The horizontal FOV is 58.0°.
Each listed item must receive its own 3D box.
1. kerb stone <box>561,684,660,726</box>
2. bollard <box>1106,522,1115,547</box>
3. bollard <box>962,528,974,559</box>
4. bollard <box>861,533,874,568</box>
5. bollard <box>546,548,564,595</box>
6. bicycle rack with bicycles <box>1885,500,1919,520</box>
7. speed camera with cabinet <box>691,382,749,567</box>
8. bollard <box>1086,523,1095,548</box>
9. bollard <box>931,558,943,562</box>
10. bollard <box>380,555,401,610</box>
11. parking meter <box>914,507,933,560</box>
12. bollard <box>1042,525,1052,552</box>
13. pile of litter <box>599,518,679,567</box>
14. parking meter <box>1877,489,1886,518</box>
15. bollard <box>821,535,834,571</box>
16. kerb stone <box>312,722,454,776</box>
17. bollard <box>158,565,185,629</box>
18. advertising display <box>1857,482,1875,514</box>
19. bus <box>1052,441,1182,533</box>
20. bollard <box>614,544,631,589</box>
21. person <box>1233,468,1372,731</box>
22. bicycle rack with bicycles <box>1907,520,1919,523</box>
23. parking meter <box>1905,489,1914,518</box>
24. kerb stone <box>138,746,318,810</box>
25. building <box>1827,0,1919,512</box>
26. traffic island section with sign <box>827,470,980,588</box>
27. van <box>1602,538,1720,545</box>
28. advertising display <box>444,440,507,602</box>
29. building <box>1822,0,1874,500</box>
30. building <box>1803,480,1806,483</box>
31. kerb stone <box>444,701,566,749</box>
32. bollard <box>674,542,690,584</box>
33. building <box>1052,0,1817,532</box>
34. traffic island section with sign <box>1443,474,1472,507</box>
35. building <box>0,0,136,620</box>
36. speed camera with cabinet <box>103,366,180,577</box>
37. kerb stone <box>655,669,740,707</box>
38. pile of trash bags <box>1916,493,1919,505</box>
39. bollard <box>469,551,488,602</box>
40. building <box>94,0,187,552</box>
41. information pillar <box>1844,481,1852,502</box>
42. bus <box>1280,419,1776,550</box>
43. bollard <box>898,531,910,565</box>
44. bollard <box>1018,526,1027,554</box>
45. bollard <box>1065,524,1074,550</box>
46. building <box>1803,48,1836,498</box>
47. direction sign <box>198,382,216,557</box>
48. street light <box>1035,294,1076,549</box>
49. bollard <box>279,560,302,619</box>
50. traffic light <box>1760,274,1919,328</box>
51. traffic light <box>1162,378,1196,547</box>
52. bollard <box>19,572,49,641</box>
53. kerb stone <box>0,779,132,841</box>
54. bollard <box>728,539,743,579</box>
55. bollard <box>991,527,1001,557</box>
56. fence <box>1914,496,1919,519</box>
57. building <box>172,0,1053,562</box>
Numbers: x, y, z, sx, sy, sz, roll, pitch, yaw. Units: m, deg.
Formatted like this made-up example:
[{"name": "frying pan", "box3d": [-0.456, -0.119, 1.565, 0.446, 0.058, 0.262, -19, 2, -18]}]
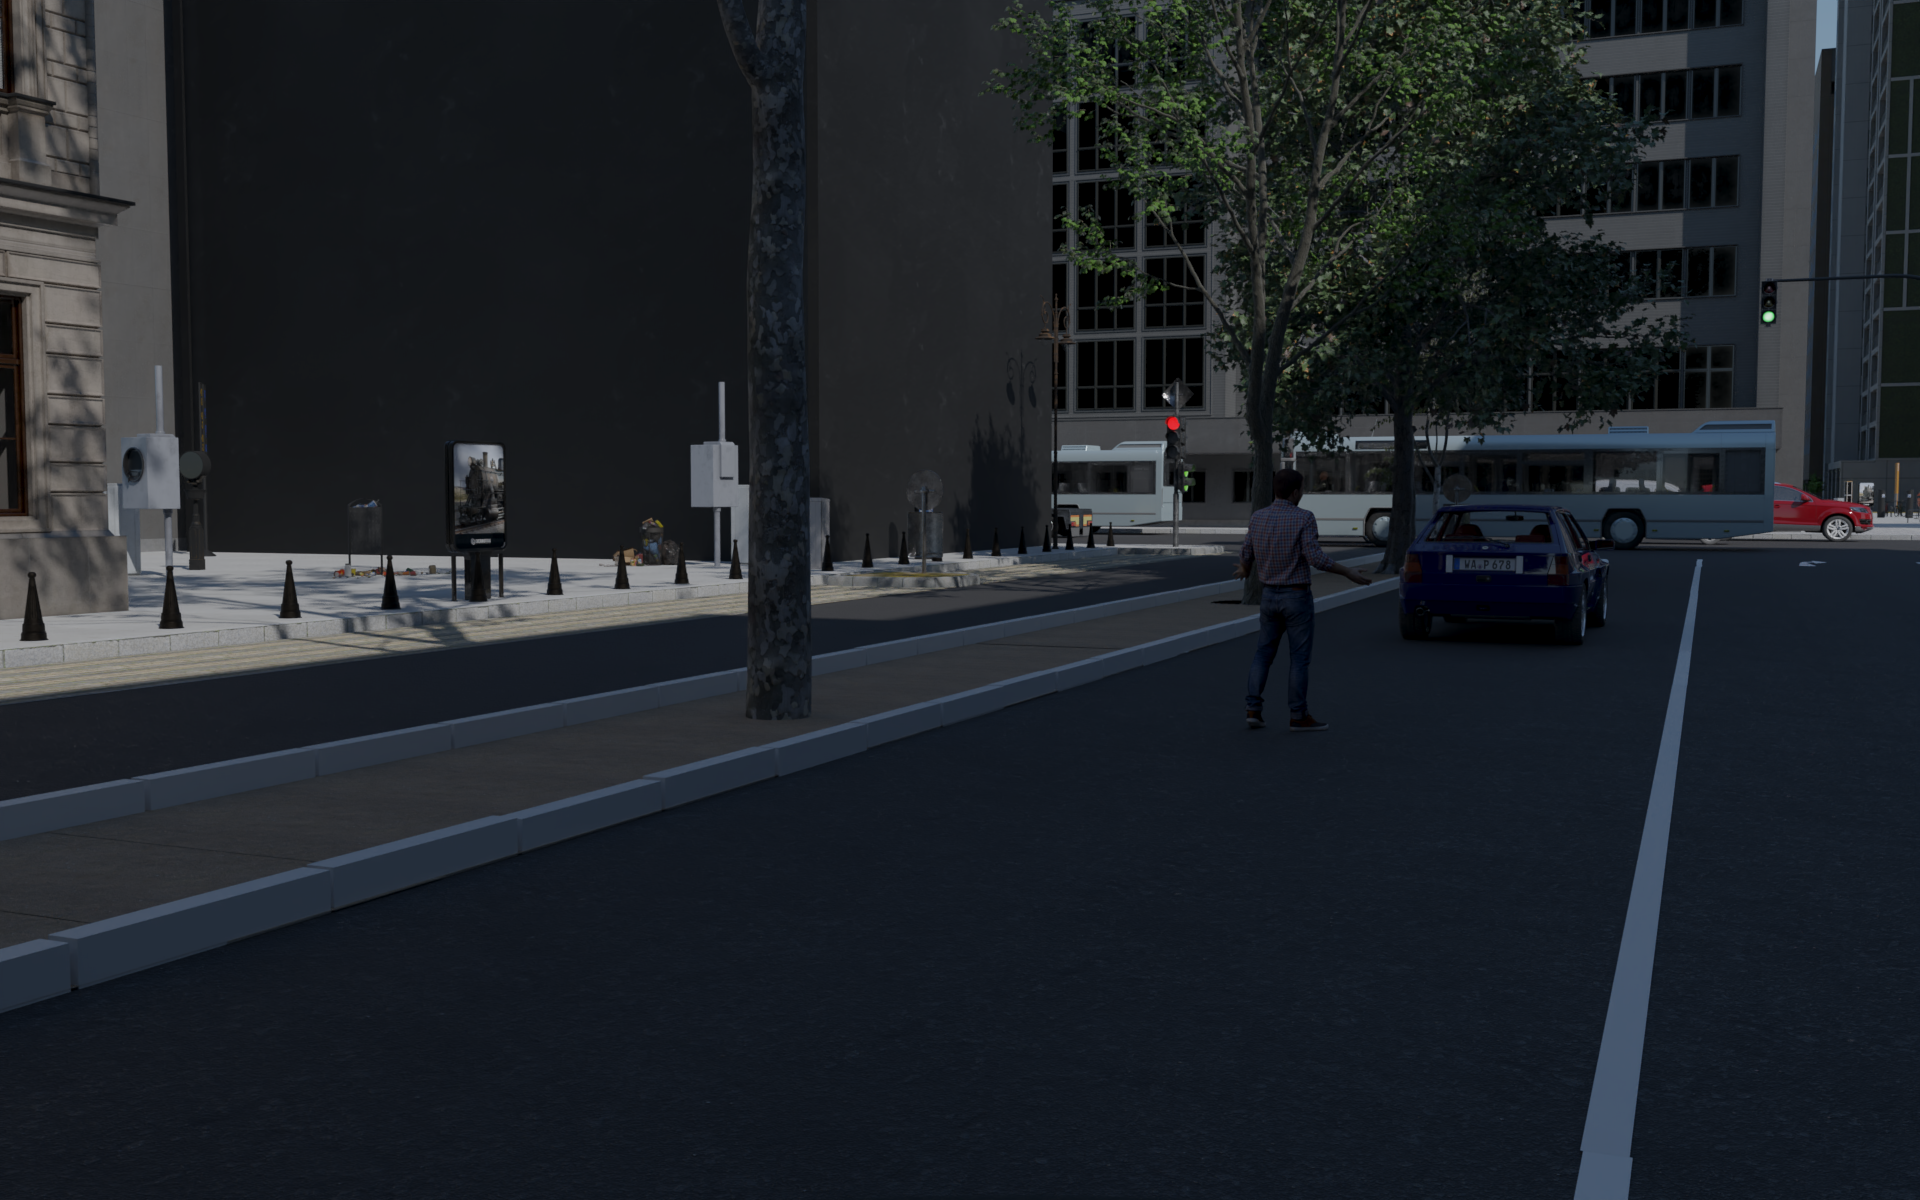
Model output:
[{"name": "kerb stone", "box3d": [-2.266, 0.679, 11.099, 0.120, 0.150, 1.000, 2, 4, 23]}, {"name": "bollard", "box3d": [3.691, -1.615, 42.448, 0.229, 0.601, 0.229, 0, 3, 0]}, {"name": "bollard", "box3d": [0.157, -1.115, 34.278, 0.229, 0.601, 0.229, 0, 3, 0]}, {"name": "bollard", "box3d": [-1.613, -0.866, 30.200, 0.229, 0.601, 0.229, 0, 3, 0]}, {"name": "bollard", "box3d": [-5.155, -0.365, 22.013, 0.229, 0.601, 0.229, 0, 3, 0]}, {"name": "bicycle rack with bicycles", "box3d": [53.097, -5.123, 97.145, 2.852, 0.926, 2.925, 2, 4, 28]}, {"name": "speed camera with cabinet", "box3d": [-3.991, -2.264, 31.357, 0.660, 3.252, 2.038, 2, 4, 33]}, {"name": "bollard", "box3d": [3.105, -1.532, 41.087, 0.229, 0.601, 0.229, 0, 3, 0]}, {"name": "bollard", "box3d": [-0.435, -1.032, 32.920, 0.229, 0.601, 0.229, 0, 3, 0]}, {"name": "bollard", "box3d": [-6.343, -0.198, 19.276, 0.229, 0.601, 0.229, 0, 3, 0]}, {"name": "parking meter", "box3d": [-0.708, -1.565, 33.994, 0.372, 1.533, 0.369, 0, 3, 0]}, {"name": "bollard", "box3d": [1.924, -1.365, 38.358, 0.229, 0.601, 0.229, 0, 3, 0]}, {"name": "pile of litter", "box3d": [-5.729, -1.055, 31.215, 1.719, 0.858, 1.176, -2, 4, -28]}, {"name": "parking meter", "box3d": [49.786, -5.210, 93.590, 0.372, 1.533, 0.369, 0, 3, 0]}, {"name": "bollard", "box3d": [-2.206, -0.782, 28.831, 0.229, 0.601, 0.229, 0, 3, 0]}, {"name": "kerb stone", "box3d": [-3.089, 0.796, 9.210, 0.120, 0.150, 1.000, 2, 4, 23]}, {"name": "bollard", "box3d": [-7.535, -0.030, 16.531, 0.229, 0.601, 0.229, 0, 3, 0]}, {"name": "advertising display", "box3d": [49.416, -5.460, 94.490, 0.974, 1.923, 0.123, -1, 4, -14]}, {"name": "bus", "box3d": [1.396, -4.199, 63.517, 13.247, 3.499, 2.948, 2, 4, 23]}, {"name": "bollard", "box3d": [-4.564, -0.449, 23.375, 0.229, 0.601, 0.229, 0, 3, 0]}, {"name": "person", "box3d": [1.999, -0.005, 10.536, 0.963, 1.587, 0.435, 3, 4, 37]}, {"name": "bicycle rack with bicycles", "box3d": [42.991, -3.827, 75.954, 2.852, 0.926, 2.925, 0, 4, -1]}, {"name": "parking meter", "box3d": [50.616, -5.132, 92.325, 0.372, 1.533, 0.369, 0, 3, 0]}, {"name": "kerb stone", "box3d": [-3.493, 0.852, 8.265, 0.120, 0.150, 1.000, 2, 4, 23]}, {"name": "building", "box3d": [75.347, -41.962, 124.333, 20.563, 71.187, 20.611, 2, 4, 23]}, {"name": "traffic island section with sign", "box3d": [-0.773, -1.146, 27.362, 1.989, 1.847, 2.006, 2, 4, 23]}, {"name": "van", "box3d": [20.259, -2.628, 49.974, 4.112, 2.044, 2.013, 2, 4, 24]}, {"name": "advertising display", "box3d": [-5.870, -0.968, 21.037, 0.123, 1.923, 0.974, 2, 4, 25]}, {"name": "building", "box3d": [85.939, -37.025, 147.364, 21.231, 58.520, 28.212, 2, 4, 23]}, {"name": "building", "box3d": [104.694, -35.731, 207.895, 21.600, 48.544, 21.300, 2, 4, 23]}, {"name": "kerb stone", "box3d": [-2.678, 0.737, 10.149, 0.120, 0.150, 1.000, 2, 4, 23]}, {"name": "bollard", "box3d": [-3.978, -0.532, 24.737, 0.229, 0.601, 0.229, 0, 3, 0]}, {"name": "building", "box3d": [16.681, -15.239, 68.232, 30.058, 24.678, 14.314, 2, 4, 23]}, {"name": "traffic island section with sign", "box3d": [11.300, -1.932, 39.719, 2.006, 1.907, 1.989, 2, 4, 23]}, {"name": "building", "box3d": [-17.067, -9.016, 12.032, 10.561, 19.102, 19.286, 2, 4, 23]}, {"name": "speed camera with cabinet", "box3d": [-13.025, -1.997, 26.983, 2.038, 3.252, 0.660, 2, 4, 32]}, {"name": "kerb stone", "box3d": [-1.861, 0.621, 12.049, 0.120, 0.150, 1.000, 2, 4, 23]}, {"name": "pile of trash bags", "box3d": [59.136, -5.769, 104.080, 3.447, 1.369, 1.912, -1, 4, -8]}, {"name": "bollard", "box3d": [-5.747, -0.282, 20.653, 0.229, 0.601, 0.229, 0, 3, 0]}, {"name": "building", "box3d": [-30.040, -13.961, 47.336, 30.058, 24.678, 14.314, 2, 4, 23]}, {"name": "information pillar", "box3d": [50.783, -5.783, 99.051, 0.304, 2.012, 0.304, 0, 4, -1]}, {"name": "bus", "box3d": [14.423, -3.148, 46.335, 13.247, 3.499, 2.948, 1, 4, 22]}, {"name": "bollard", "box3d": [-1.023, -0.949, 31.559, 0.229, 0.601, 0.229, 0, 3, 0]}, {"name": "bollard", "box3d": [1.336, -1.282, 36.998, 0.229, 0.601, 0.229, 0, 3, 0]}, {"name": "bollard", "box3d": [2.518, -1.449, 39.726, 0.229, 0.601, 0.229, 0, 3, 0]}, {"name": "building", "box3d": [90.632, -31.724, 168.802, 14.600, 45.320, 14.200, 2, 4, 23]}, {"name": "direction sign", "box3d": [-15.511, -2.663, 35.544, 0.379, 3.537, 0.876, -1, 4, -17]}, {"name": "street light", "box3d": [2.220, -4.121, 40.165, 0.468, 5.910, 1.993, 2, 4, 23]}, {"name": "bollard", "box3d": [-6.935, -0.115, 17.917, 0.229, 0.601, 0.229, 0, 3, 0]}, {"name": "traffic light", "box3d": [19.103, -3.741, 35.825, 4.771, 5.953, 1.251, 2, 4, 23]}, {"name": "traffic light", "box3d": [5.253, -3.242, 41.933, 0.839, 4.253, 0.868, 2, 4, 23]}, {"name": "bollard", "box3d": [-8.120, 0.053, 15.170, 0.229, 0.601, 0.229, 0, 3, 0]}, {"name": "kerb stone", "box3d": [-3.903, 0.910, 7.317, 0.120, 0.150, 1.000, 2, 4, 23]}, {"name": "bollard", "box3d": [-3.384, -0.616, 26.111, 0.229, 0.601, 0.229, 0, 3, 0]}, {"name": "bollard", "box3d": [0.744, -1.199, 35.639, 0.229, 0.601, 0.229, 0, 3, 0]}, {"name": "fence", "box3d": [49.958, -4.715, 88.291, 2.264, 1.192, 0.480, 2, 4, 33]}, {"name": "building", "box3d": [-7.409, -12.871, 40.115, 15.834, 23.373, 12.332, 2, 4, 23]}]
